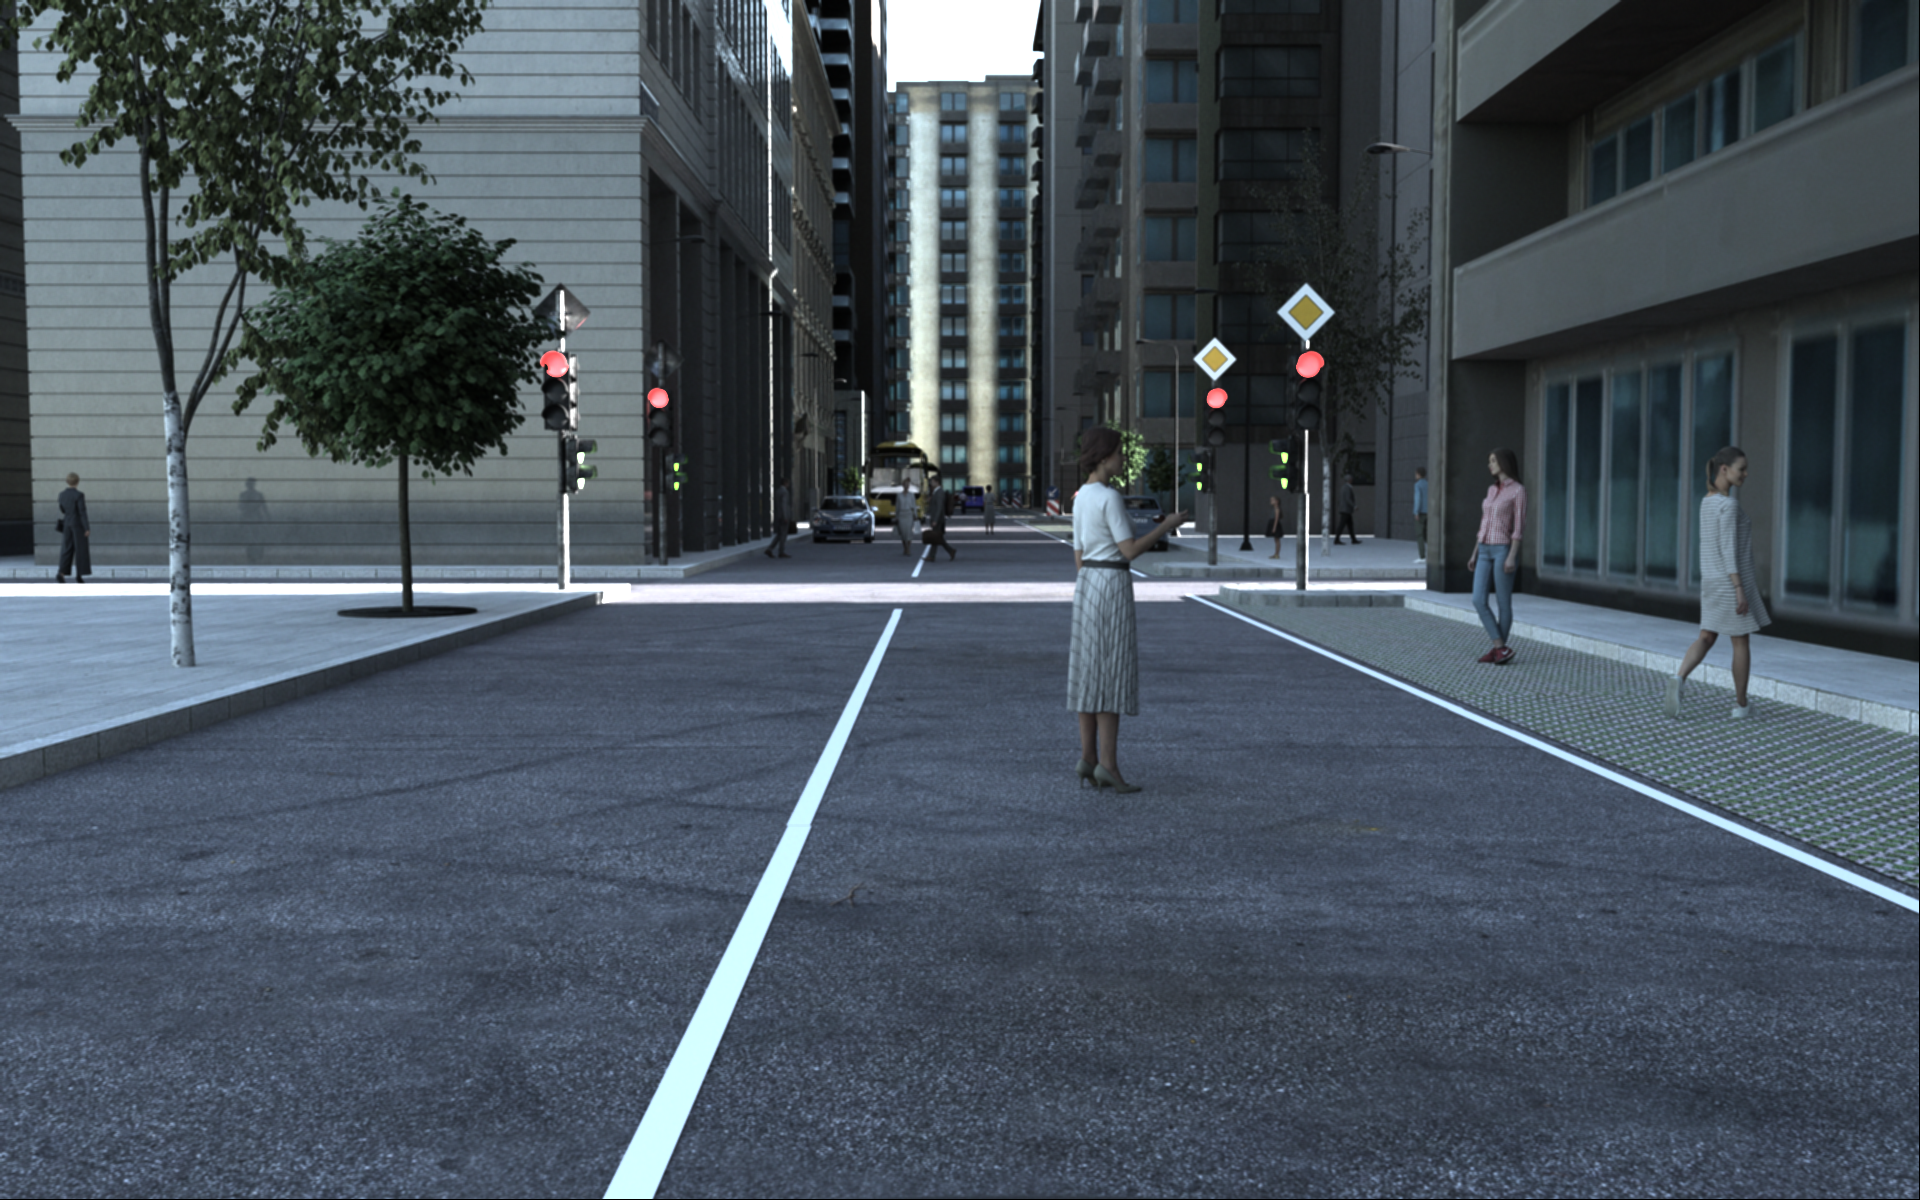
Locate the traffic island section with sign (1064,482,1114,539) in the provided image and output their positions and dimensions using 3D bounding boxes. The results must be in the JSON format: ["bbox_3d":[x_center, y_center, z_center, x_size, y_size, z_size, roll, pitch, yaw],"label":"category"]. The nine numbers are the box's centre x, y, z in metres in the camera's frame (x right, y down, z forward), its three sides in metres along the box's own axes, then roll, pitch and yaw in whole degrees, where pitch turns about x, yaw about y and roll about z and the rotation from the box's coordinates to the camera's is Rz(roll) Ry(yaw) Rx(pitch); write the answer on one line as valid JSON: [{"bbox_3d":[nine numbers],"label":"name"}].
[{"bbox_3d":[4.483,-2.887,55.838,1.989,1.847,2.006,0,4,0],"label":"traffic island section with sign"}]

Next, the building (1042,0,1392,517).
[{"bbox_3d":[16.427,-35.565,123.487,21.231,58.520,28.212,0,4,0],"label":"building"}]

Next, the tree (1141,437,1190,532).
[{"bbox_3d":[6.750,-3.886,58.141,1.663,3.219,1.824,0,3,0],"label":"tree"}]

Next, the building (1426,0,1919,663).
[{"bbox_3d":[16.954,-23.709,11.342,21.300,48.544,21.600,0,4,0],"label":"building"}]

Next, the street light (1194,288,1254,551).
[{"bbox_3d":[5.972,-4.078,39.214,1.470,5.913,1.316,0,4,0],"label":"street light"}]

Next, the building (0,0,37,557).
[{"bbox_3d":[-29.411,-15.342,36.740,20.117,28.700,13.634,0,4,0],"label":"building"}]

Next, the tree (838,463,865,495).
[{"bbox_3d":[-6.562,-6.848,106.558,1.663,3.219,1.824,0,3,0],"label":"tree"}]

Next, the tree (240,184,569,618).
[{"bbox_3d":[-5.880,-2.132,18.564,4.285,4.588,4.351,0,3,0],"label":"tree"}]

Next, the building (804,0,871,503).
[{"bbox_3d":[-17.276,-49.421,120.704,22.319,86.520,31.000,0,4,0],"label":"building"}]

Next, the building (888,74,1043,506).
[{"bbox_3d":[5.612,-35.526,200.464,30.456,49.044,23.786,0,4,0],"label":"building"}]

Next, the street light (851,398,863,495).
[{"bbox_3d":[-5.422,-6.796,83.649,1.470,5.913,1.316,0,4,0],"label":"street light"}]

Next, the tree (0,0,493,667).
[{"bbox_3d":[-5.550,-3.808,12.627,4.737,8.622,4.395,0,3,0],"label":"tree"}]

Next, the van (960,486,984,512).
[{"bbox_3d":[1.057,-8.196,138.394,2.240,2.365,5.245,0,4,1],"label":"van"}]

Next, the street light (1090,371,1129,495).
[{"bbox_3d":[5.778,-5.674,65.317,1.470,5.913,1.316,0,4,0],"label":"street light"}]

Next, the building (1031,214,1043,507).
[{"bbox_3d":[14.089,-24.625,174.323,14.160,30.474,14.107,0,4,0],"label":"building"}]

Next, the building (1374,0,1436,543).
[{"bbox_3d":[26.318,-30.502,40.715,28.212,58.520,21.231,0,4,0],"label":"building"}]

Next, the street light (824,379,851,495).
[{"bbox_3d":[-5.318,-5.973,70.204,1.470,5.913,1.316,0,4,0],"label":"street light"}]

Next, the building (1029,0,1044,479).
[{"bbox_3d":[17.497,-30.445,152.398,22.147,44.769,28.867,0,4,0],"label":"building"}]

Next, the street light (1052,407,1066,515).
[{"bbox_3d":[5.831,-7.361,92.890,1.470,5.913,1.316,0,4,0],"label":"street light"}]

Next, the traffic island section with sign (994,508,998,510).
[{"bbox_3d":[4.034,-9.255,159.948,1.989,1.847,2.006,0,4,0],"label":"traffic island section with sign"}]

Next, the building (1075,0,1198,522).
[{"bbox_3d":[17.645,-28.796,90.416,23.786,49.044,30.456,0,4,0],"label":"building"}]

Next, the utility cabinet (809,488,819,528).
[{"bbox_3d":[-5.403,-3.391,64.118,0.318,1.500,1.173,0,4,0],"label":"utility cabinet"}]

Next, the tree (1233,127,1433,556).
[{"bbox_3d":[7.788,-5.206,35.478,4.360,8.622,3.978,0,3,0],"label":"tree"}]

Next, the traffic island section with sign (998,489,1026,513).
[{"bbox_3d":[4.157,-7.606,132.993,1.989,1.847,2.006,0,4,0],"label":"traffic island section with sign"}]

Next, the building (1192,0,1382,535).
[{"bbox_3d":[15.011,-17.644,60.179,14.160,30.474,14.107,0,4,0],"label":"building"}]

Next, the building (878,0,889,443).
[{"bbox_3d":[-21.298,-38.493,171.357,28.212,58.520,21.231,0,4,0],"label":"building"}]

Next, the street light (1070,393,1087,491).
[{"bbox_3d":[5.845,-6.540,79.463,1.470,5.913,1.316,0,4,0],"label":"street light"}]

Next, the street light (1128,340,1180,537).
[{"bbox_3d":[5.977,-4.877,52.273,1.470,5.913,1.316,0,4,0],"label":"street light"}]

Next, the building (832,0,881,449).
[{"bbox_3d":[-13.889,-30.272,145.052,14.600,45.320,14.200,0,4,0],"label":"building"}]

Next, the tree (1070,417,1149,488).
[{"bbox_3d":[6.392,-5.522,73.998,4.285,4.588,4.351,0,3,0],"label":"tree"}]

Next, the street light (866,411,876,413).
[{"bbox_3d":[-5.385,-7.633,97.333,1.470,5.913,1.316,0,4,0],"label":"street light"}]

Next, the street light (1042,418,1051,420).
[{"bbox_3d":[5.685,-8.151,105.807,1.470,5.913,1.316,0,4,0],"label":"street light"}]

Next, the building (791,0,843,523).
[{"bbox_3d":[-15.268,-18.708,82.291,17.030,29.872,44.131,0,4,0],"label":"building"}]

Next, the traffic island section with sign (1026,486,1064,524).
[{"bbox_3d":[4.358,-4.620,84.165,1.989,1.847,2.006,0,4,0],"label":"traffic island section with sign"}]

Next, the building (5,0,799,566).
[{"bbox_3d":[-11.098,-16.351,44.839,11.434,29.767,29.804,0,4,0],"label":"building"}]
